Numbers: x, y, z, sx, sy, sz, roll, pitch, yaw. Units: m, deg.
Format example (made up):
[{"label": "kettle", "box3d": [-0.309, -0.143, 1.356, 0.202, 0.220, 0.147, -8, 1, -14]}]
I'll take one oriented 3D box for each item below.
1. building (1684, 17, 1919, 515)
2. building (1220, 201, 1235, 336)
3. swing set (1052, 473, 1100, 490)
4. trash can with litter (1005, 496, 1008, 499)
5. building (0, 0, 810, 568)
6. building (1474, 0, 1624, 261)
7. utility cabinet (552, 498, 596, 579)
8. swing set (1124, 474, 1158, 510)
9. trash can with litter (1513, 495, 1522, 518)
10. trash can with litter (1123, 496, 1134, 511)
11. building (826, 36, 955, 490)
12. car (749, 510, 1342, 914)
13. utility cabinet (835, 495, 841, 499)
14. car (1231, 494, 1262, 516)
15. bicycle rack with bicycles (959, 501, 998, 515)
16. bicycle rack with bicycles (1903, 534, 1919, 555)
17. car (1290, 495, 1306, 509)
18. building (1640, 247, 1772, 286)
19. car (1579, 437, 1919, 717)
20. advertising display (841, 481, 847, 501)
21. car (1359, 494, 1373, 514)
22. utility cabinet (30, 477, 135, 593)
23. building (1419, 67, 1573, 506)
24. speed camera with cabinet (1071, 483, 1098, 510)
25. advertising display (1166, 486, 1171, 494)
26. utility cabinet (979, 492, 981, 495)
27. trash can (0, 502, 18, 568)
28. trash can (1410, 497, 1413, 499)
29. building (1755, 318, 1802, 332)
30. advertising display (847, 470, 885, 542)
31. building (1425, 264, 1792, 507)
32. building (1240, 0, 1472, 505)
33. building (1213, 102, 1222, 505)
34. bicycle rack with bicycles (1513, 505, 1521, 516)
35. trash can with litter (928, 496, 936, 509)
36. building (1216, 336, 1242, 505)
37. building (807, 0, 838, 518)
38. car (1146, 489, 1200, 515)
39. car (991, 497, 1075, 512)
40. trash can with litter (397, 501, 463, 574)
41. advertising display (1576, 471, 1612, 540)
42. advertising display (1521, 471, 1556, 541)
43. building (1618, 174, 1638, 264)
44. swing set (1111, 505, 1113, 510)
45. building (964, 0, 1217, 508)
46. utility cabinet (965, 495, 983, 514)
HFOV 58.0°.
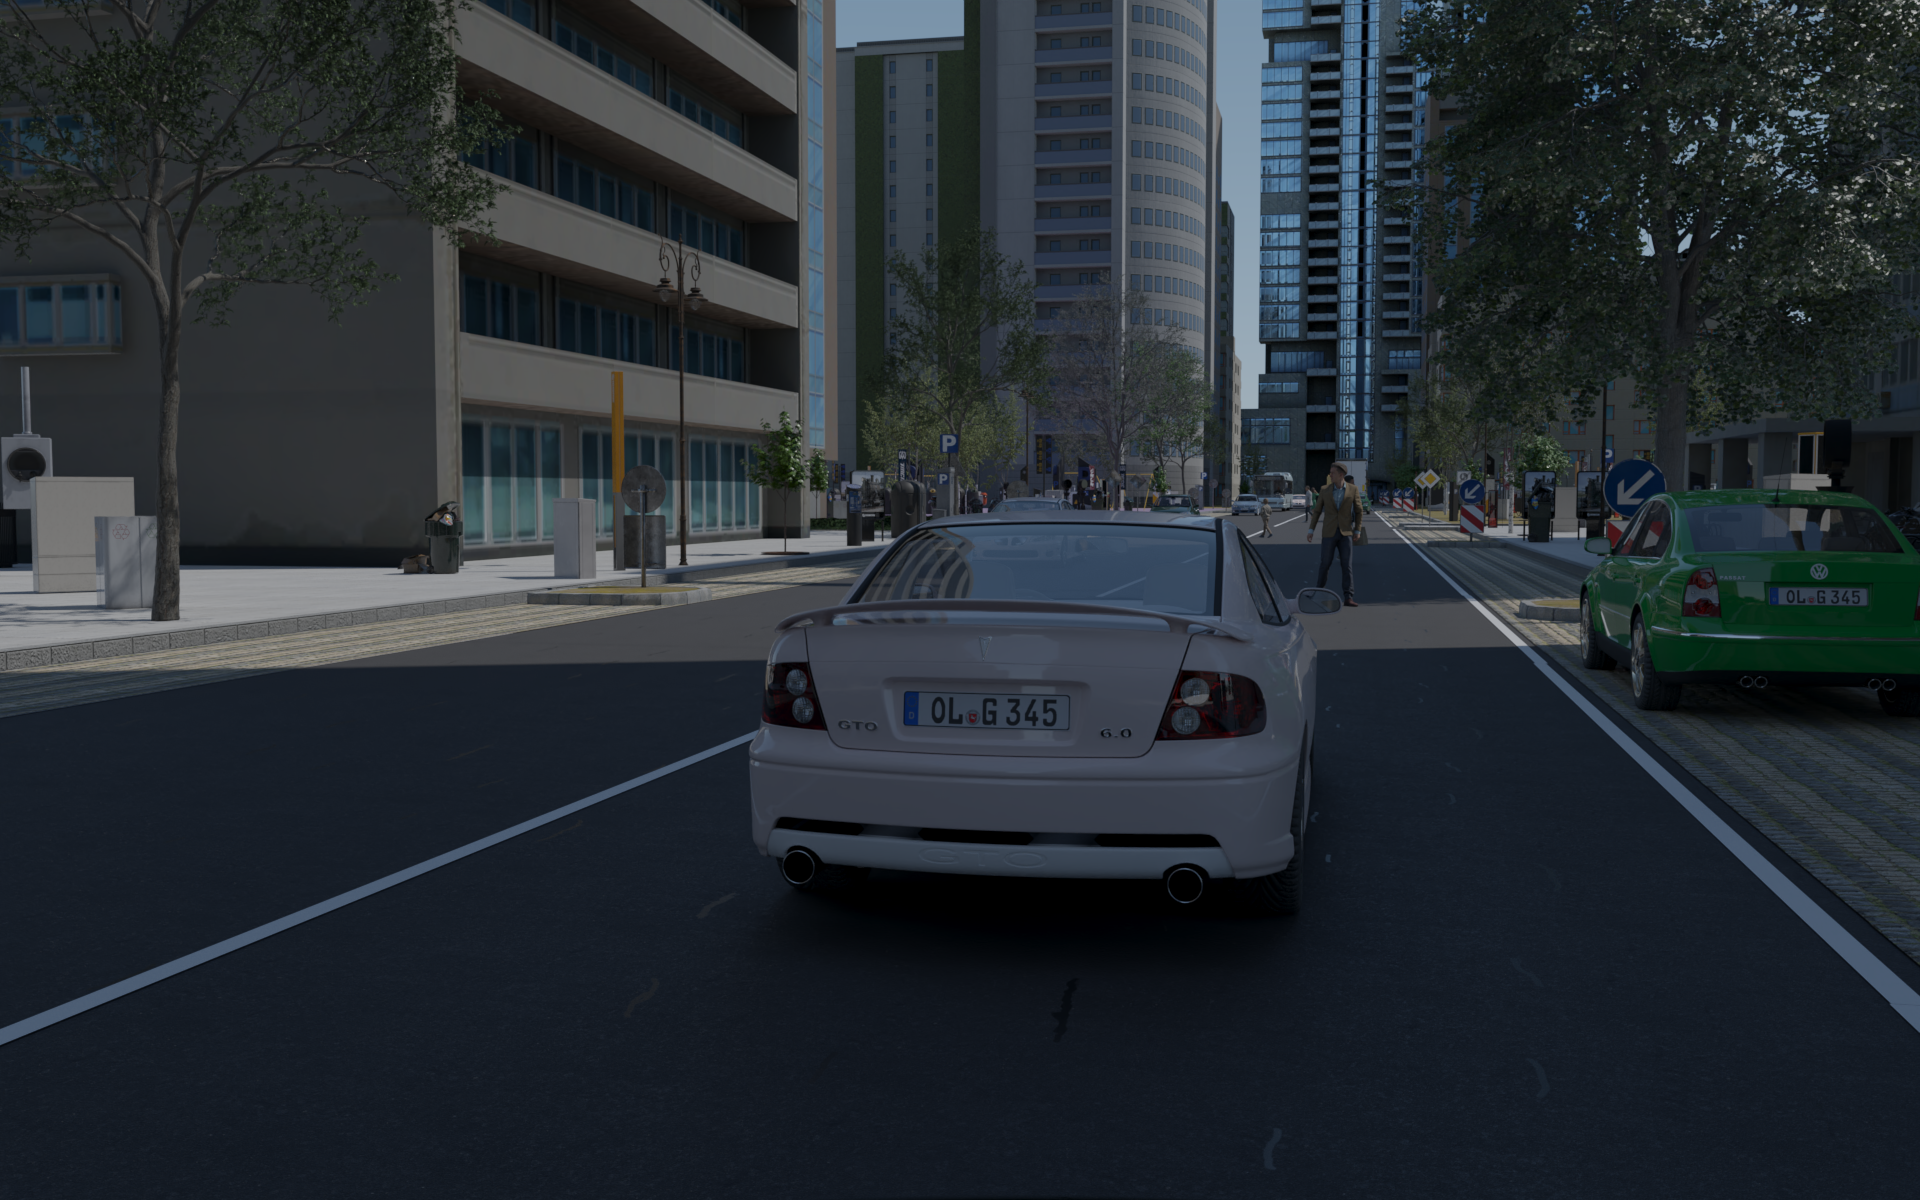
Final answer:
[{"label": "building", "box3d": [35.219, -21.294, 40.035, 32.217, 40.220, 23.993, 1, 4, 13]}, {"label": "building", "box3d": [31.274, -34.335, 244.968, 14.086, 41.232, 14.154, 1, 4, 13]}, {"label": "swing set", "box3d": [8.438, -7.915, 127.025, 3.119, 2.851, 2.862, 1, 4, 21]}, {"label": "trash can with litter", "box3d": [4.334, -8.666, 153.075, 1.055, 1.170, 0.624, -3, 5, -41]}, {"label": "building", "box3d": [-17.086, -25.531, 41.141, 21.300, 48.544, 21.600, 1, 4, 13]}, {"label": "building", "box3d": [65.054, -54.375, 201.701, 22.319, 86.520, 31.000, 1, 4, 13]}, {"label": "utility cabinet", "box3d": [-5.909, -0.943, 26.574, 0.306, 1.237, 1.020, -2, 4, -35]}, {"label": "swing set", "box3d": [13.683, -8.444, 135.682, 3.119, 2.851, 2.862, 2, 4, 33]}, {"label": "trash can with litter", "box3d": [30.166, -4.955, 92.073, 2.233, 1.210, 1.678, 1, 4, 18]}, {"label": "trash can with litter", "box3d": [9.655, -5.239, 97.046, 1.055, 1.170, 0.624, 3, 5, 41]}, {"label": "building", "box3d": [-8.650, -41.720, 224.127, 28.212, 58.520, 21.231, 1, 4, 13]}, {"label": "car", "box3d": [0.572, 0.301, 7.433, 2.083, 1.381, 4.827, 1, 4, 12]}, {"label": "utility cabinet", "box3d": [-8.294, -6.336, 114.754, 1.020, 1.237, 0.306, -2, 4, -29]}, {"label": "car", "box3d": [19.084, -6.311, 115.193, 2.014, 1.417, 4.499, 1, 4, 14]}, {"label": "bicycle rack with bicycles", "box3d": [1.115, -4.812, 92.055, 2.852, 0.926, 2.925, 0, 4, -4]}, {"label": "bicycle rack with bicycles", "box3d": [15.053, -0.934, 28.651, 2.852, 0.926, 2.925, -1, 4, -14]}, {"label": "car", "box3d": [32.336, -9.341, 165.093, 2.083, 1.381, 4.827, 1, 4, 13]}, {"label": "building", "box3d": [88.747, -26.618, 206.905, 14.107, 30.474, 14.160, 1, 4, 13]}, {"label": "car", "box3d": [5.644, -0.231, 12.572, 1.959, 1.807, 4.718, 1, 4, 13]}, {"label": "advertising display", "box3d": [-5.337, -4.783, 83.409, 0.974, 1.923, 0.123, 2, 4, 35]}, {"label": "car", "box3d": [28.256, -6.812, 123.172, 2.131, 1.459, 4.920, 1, 4, 14]}, {"label": "utility cabinet", "box3d": [-11.459, -0.854, 22.649, 1.173, 1.500, 0.318, -3, 5, -40]}, {"label": "building", "box3d": [55.932, -32.523, 181.858, 14.600, 45.320, 14.200, 1, 4, 13]}, {"label": "speed camera with cabinet", "box3d": [9.499, -8.430, 132.168, 2.038, 3.252, 0.660, 2, 4, 24]}, {"label": "advertising display", "box3d": [15.994, -7.868, 133.851, 0.123, 1.923, 0.974, 3, 5, 40]}, {"label": "utility cabinet", "box3d": [1.294, -8.830, 153.048, 1.173, 1.500, 0.318, -3, 4, -36]}, {"label": "trash can", "box3d": [-16.726, -1.127, 30.079, 0.748, 1.137, 0.748, 0, 3, 0]}, {"label": "trash can", "box3d": [38.490, -8.275, 146.947, 0.748, 1.137, 0.748, 0, 3, 0]}, {"label": "building", "box3d": [108.091, -21.423, 195.307, 28.899, 21.520, 27.650, 1, 4, 13]}, {"label": "advertising display", "box3d": [-2.492, -2.534, 46.642, 0.974, 1.923, 0.123, -1, 4, -22]}, {"label": "building", "box3d": [58.063, -19.266, 160.039, 27.650, 21.520, 28.899, 1, 4, 13]}, {"label": "building", "box3d": [54.261, -56.901, 242.996, 31.000, 86.520, 22.319, 1, 4, 13]}, {"label": "building", "box3d": [21.117, -33.024, 190.058, 14.600, 45.320, 14.200, 1, 4, 13]}, {"label": "bicycle rack with bicycles", "box3d": [31.745, -5.390, 101.504, 2.852, 0.926, 2.925, 0, 4, 1]}, {"label": "trash can with litter", "box3d": [-1.168, -4.967, 92.600, 0.624, 1.170, 1.055, 2, 4, 35]}, {"label": "building", "box3d": [19.579, -22.698, 216.147, 28.899, 21.520, 27.650, 1, 4, 13]}, {"label": "building", "box3d": [-13.644, -25.507, 67.148, 14.200, 45.320, 14.600, 1, 4, 13]}, {"label": "car", "box3d": [8.234, -3.474, 66.580, 2.009, 1.686, 4.222, 1, 4, 13]}, {"label": "car", "box3d": [1.454, -1.398, 35.216, 2.083, 1.381, 4.827, 1, 4, 12]}, {"label": "trash can with litter", "box3d": [-8.547, -1.009, 27.879, 1.055, 1.170, 0.624, 1, 4, 11]}, {"label": "advertising display", "box3d": [17.521, -2.610, 47.881, 0.123, 1.923, 0.974, -3, 5, -44]}, {"label": "advertising display", "box3d": [15.897, -2.592, 47.593, 0.974, 1.923, 0.123, -1, 4, -13]}, {"label": "building", "box3d": [79.983, -37.571, 237.980, 21.600, 48.544, 21.300, 1, 4, 13]}, {"label": "swing set", "box3d": [10.285, -8.420, 135.288, 2.862, 2.851, 3.119, 1, 4, 16]}, {"label": "building", "box3d": [13.262, -38.367, 169.305, 21.231, 58.520, 28.212, 1, 4, 13]}, {"label": "utility cabinet", "box3d": [0.940, -6.116, 111.162, 1.020, 1.237, 0.306, -1, 4, -14]}]
